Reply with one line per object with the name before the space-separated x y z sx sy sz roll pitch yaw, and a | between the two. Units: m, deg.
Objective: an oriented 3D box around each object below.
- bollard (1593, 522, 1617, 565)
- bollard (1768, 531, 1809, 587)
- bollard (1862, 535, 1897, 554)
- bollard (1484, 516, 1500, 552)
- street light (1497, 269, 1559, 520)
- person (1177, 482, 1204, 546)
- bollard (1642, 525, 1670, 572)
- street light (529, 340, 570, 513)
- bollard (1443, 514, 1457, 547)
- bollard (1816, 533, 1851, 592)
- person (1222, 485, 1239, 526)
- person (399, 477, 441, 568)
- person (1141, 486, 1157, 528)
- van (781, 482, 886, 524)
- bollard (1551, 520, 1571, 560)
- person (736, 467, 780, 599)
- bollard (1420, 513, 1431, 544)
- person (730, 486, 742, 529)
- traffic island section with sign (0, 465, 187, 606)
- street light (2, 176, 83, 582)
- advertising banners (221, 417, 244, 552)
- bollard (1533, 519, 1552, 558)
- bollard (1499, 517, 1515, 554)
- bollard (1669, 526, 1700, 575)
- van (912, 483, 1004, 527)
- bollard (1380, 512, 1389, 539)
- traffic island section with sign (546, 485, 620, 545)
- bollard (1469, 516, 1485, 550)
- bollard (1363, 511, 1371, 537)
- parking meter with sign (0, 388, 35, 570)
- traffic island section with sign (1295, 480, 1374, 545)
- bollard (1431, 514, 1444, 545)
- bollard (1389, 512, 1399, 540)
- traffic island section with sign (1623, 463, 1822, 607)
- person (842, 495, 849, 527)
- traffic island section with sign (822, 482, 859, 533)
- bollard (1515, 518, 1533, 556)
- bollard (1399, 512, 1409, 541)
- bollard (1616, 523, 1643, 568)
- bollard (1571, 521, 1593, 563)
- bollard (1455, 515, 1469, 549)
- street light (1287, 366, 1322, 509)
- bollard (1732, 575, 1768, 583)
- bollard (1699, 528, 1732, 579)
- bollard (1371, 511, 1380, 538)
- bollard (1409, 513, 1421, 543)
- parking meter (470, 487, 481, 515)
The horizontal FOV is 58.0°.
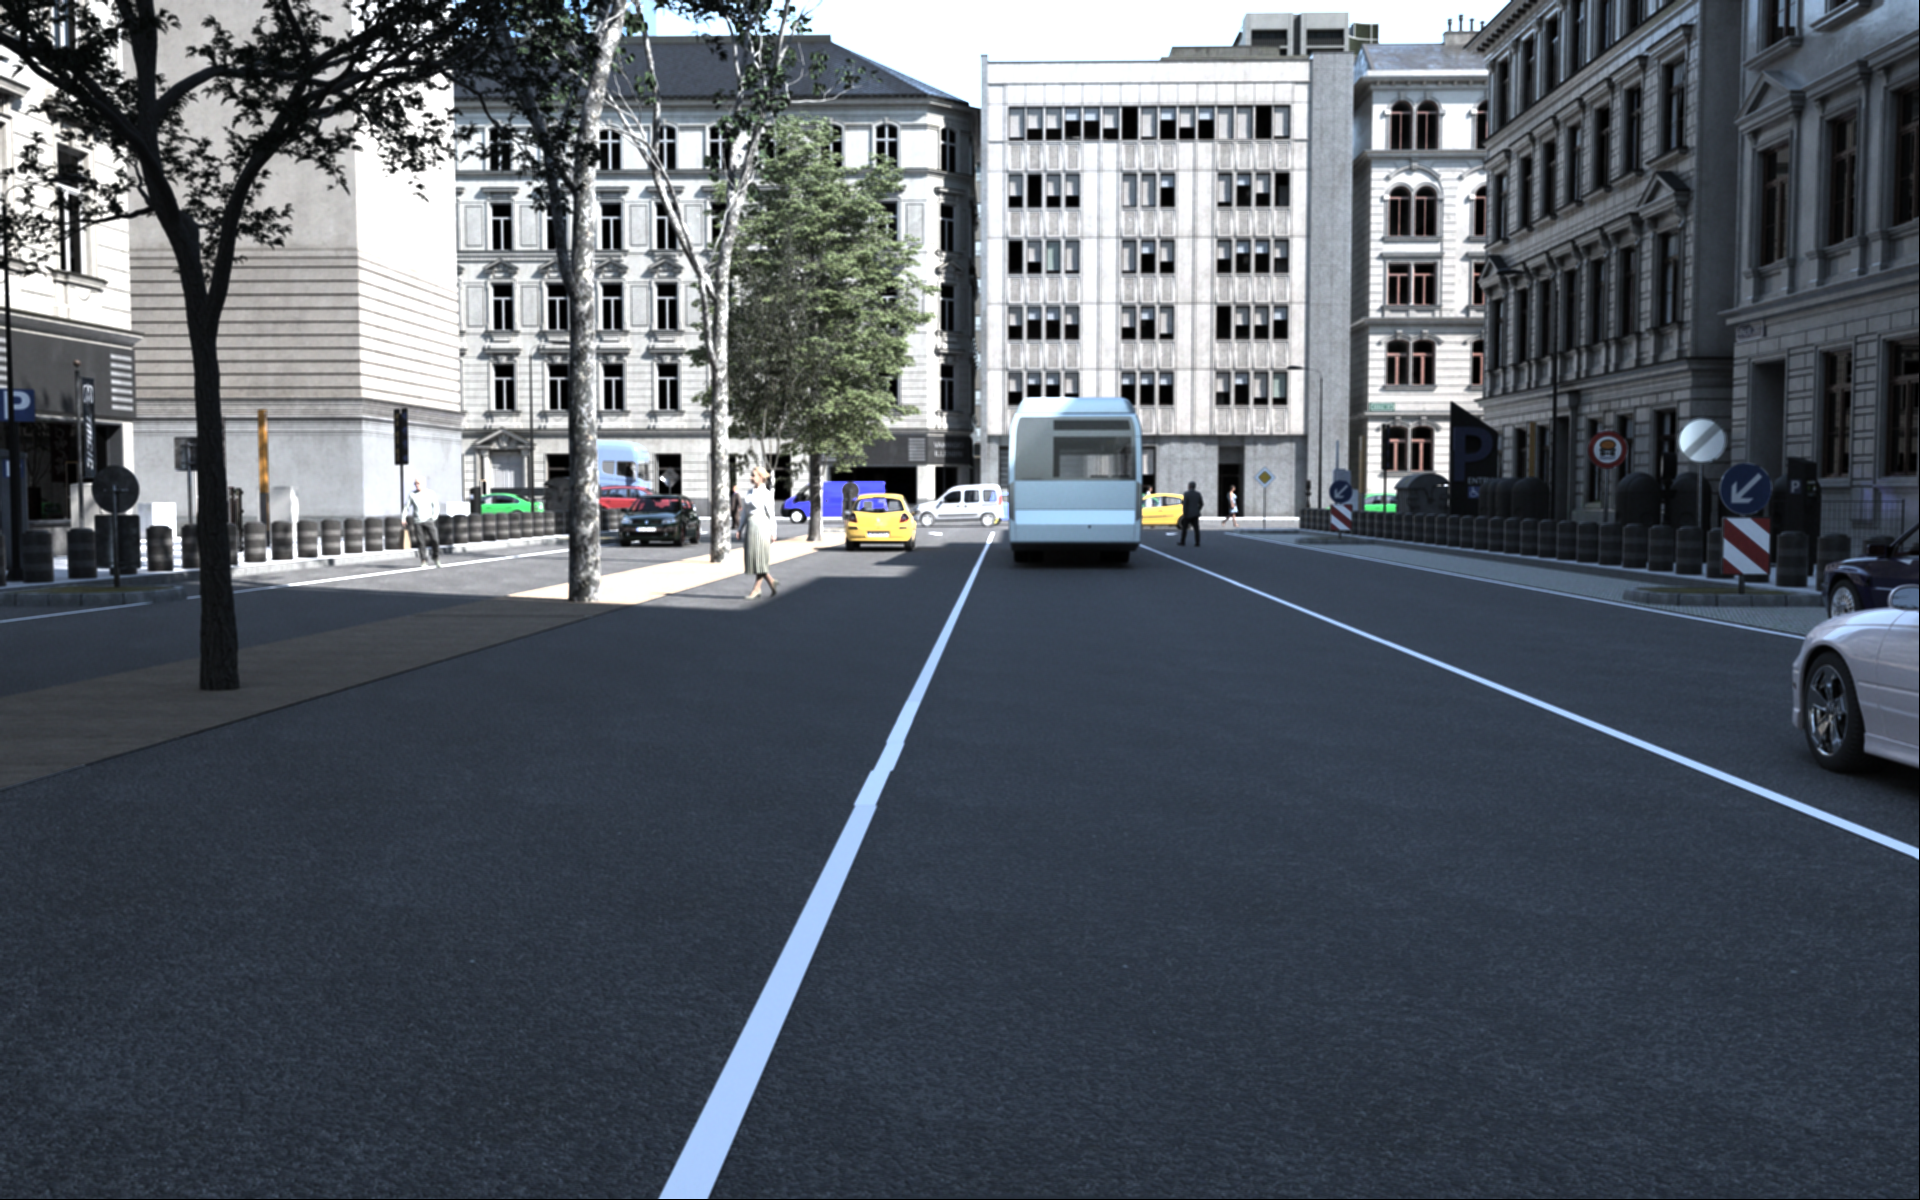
bollard | 11.753 -1.013 31.286 0.404 0.777 0.398 0 3 0
bollard | 11.543 -0.569 24.023 0.404 0.777 0.398 0 3 0
bollard | 11.473 -0.421 21.607 0.404 0.777 0.398 0 3 0
bollard | 11.972 -1.457 38.540 0.404 0.777 0.398 0 3 0
street light | 11.760 -3.872 35.843 1.470 5.913 1.316 0 4 2
person | 6.344 -2.378 47.772 0.661 1.777 0.834 -2 4 -29
bollard | 11.682 -0.865 28.855 0.404 0.777 0.398 0 3 0
street light | -12.457 -4.892 52.528 1.470 5.913 1.316 0 4 2
bollard | 12.073 -1.679 42.172 0.404 0.777 0.398 0 3 0
bollard | 11.504 -0.495 22.808 0.404 0.777 0.398 0 3 0
person | 11.922 -4.135 76.195 0.778 1.811 0.616 1 4 15
person | -10.518 -1.509 33.657 0.782 1.767 0.515 -1 4 -11
person | 7.892 -3.924 72.932 0.850 1.792 0.678 0 4 -5
van | -6.166 -4.930 84.989 5.245 2.365 2.240 0 4 1
bollard | 11.827 -1.161 33.704 0.404 0.777 0.398 0 3 0
person | -2.727 -0.918 23.740 0.641 1.798 0.478 -3 5 -41
bollard | 12.151 -1.827 44.586 0.404 0.777 0.398 0 3 0
person | -9.173 -3.757 70.480 0.434 1.755 0.990 -2 4 -35
traffic island section with sign | -11.553 -0.888 23.143 1.989 1.847 2.006 0 4 2
street light | -13.372 -3.229 25.340 1.470 5.913 1.316 0 4 2
advertising banners | -16.321 -2.605 38.778 0.090 3.025 2.074 -2 4 -34
bollard | 11.867 -1.235 34.915 0.404 0.777 0.398 0 3 0
bollard | 11.933 -1.383 37.323 0.404 0.777 0.398 0 3 0
bollard | 11.646 -0.791 27.654 0.404 0.777 0.398 0 3 0
van | -0.126 -4.226 76.114 4.112 2.044 2.013 0 4 0
bollard | 12.293 -2.121 49.402 0.404 0.777 0.398 0 3 0
traffic island section with sign | -10.749 -2.536 50.087 1.989 1.847 2.006 0 4 2
bollard | 12.005 -1.532 39.759 0.404 0.777 0.398 0 3 0
bollard | 12.368 -2.270 51.825 0.404 0.777 0.398 0 3 0
parking meter with sign | -16.092 -2.028 29.425 0.543 3.016 1.738 -2 4 -34
traffic island section with sign | 10.699 -2.518 49.804 1.989 1.847 2.006 0 4 2
bollard | 12.113 -1.753 43.382 0.404 0.777 0.398 0 3 0
bollard | 12.258 -2.048 48.196 0.404 0.777 0.398 0 3 0
traffic island section with sign | 9.910 -0.868 22.813 1.989 1.847 2.006 0 4 2
person | -4.545 -3.849 71.786 0.532 1.782 0.716 -2 4 -35
traffic island section with sign | -4.096 -3.403 63.775 2.006 1.907 1.989 0 4 2
bollard | 11.900 -1.309 36.122 0.404 0.777 0.398 0 3 0
bollard | 12.218 -1.974 46.994 0.404 0.777 0.398 0 3 0
bollard | 11.721 -0.939 30.076 0.404 0.777 0.398 0 3 0
bollard | 11.786 -1.088 32.501 0.404 0.777 0.398 0 3 0
bollard | 12.039 -1.606 40.970 0.404 0.777 0.398 0 3 0
street light | 12.549 -5.528 62.917 1.470 5.913 1.316 0 4 2
bollard | 11.580 -0.643 25.224 0.404 0.777 0.398 0 3 0
bollard | 11.611 -0.716 26.426 0.404 0.777 0.398 0 3 0
bollard | 12.329 -2.196 50.614 0.404 0.777 0.398 0 3 0
bollard | 12.185 -1.900 45.788 0.404 0.777 0.398 0 3 0
parking meter | -16.706 -3.139 59.739 0.372 1.533 0.369 0 3 0
